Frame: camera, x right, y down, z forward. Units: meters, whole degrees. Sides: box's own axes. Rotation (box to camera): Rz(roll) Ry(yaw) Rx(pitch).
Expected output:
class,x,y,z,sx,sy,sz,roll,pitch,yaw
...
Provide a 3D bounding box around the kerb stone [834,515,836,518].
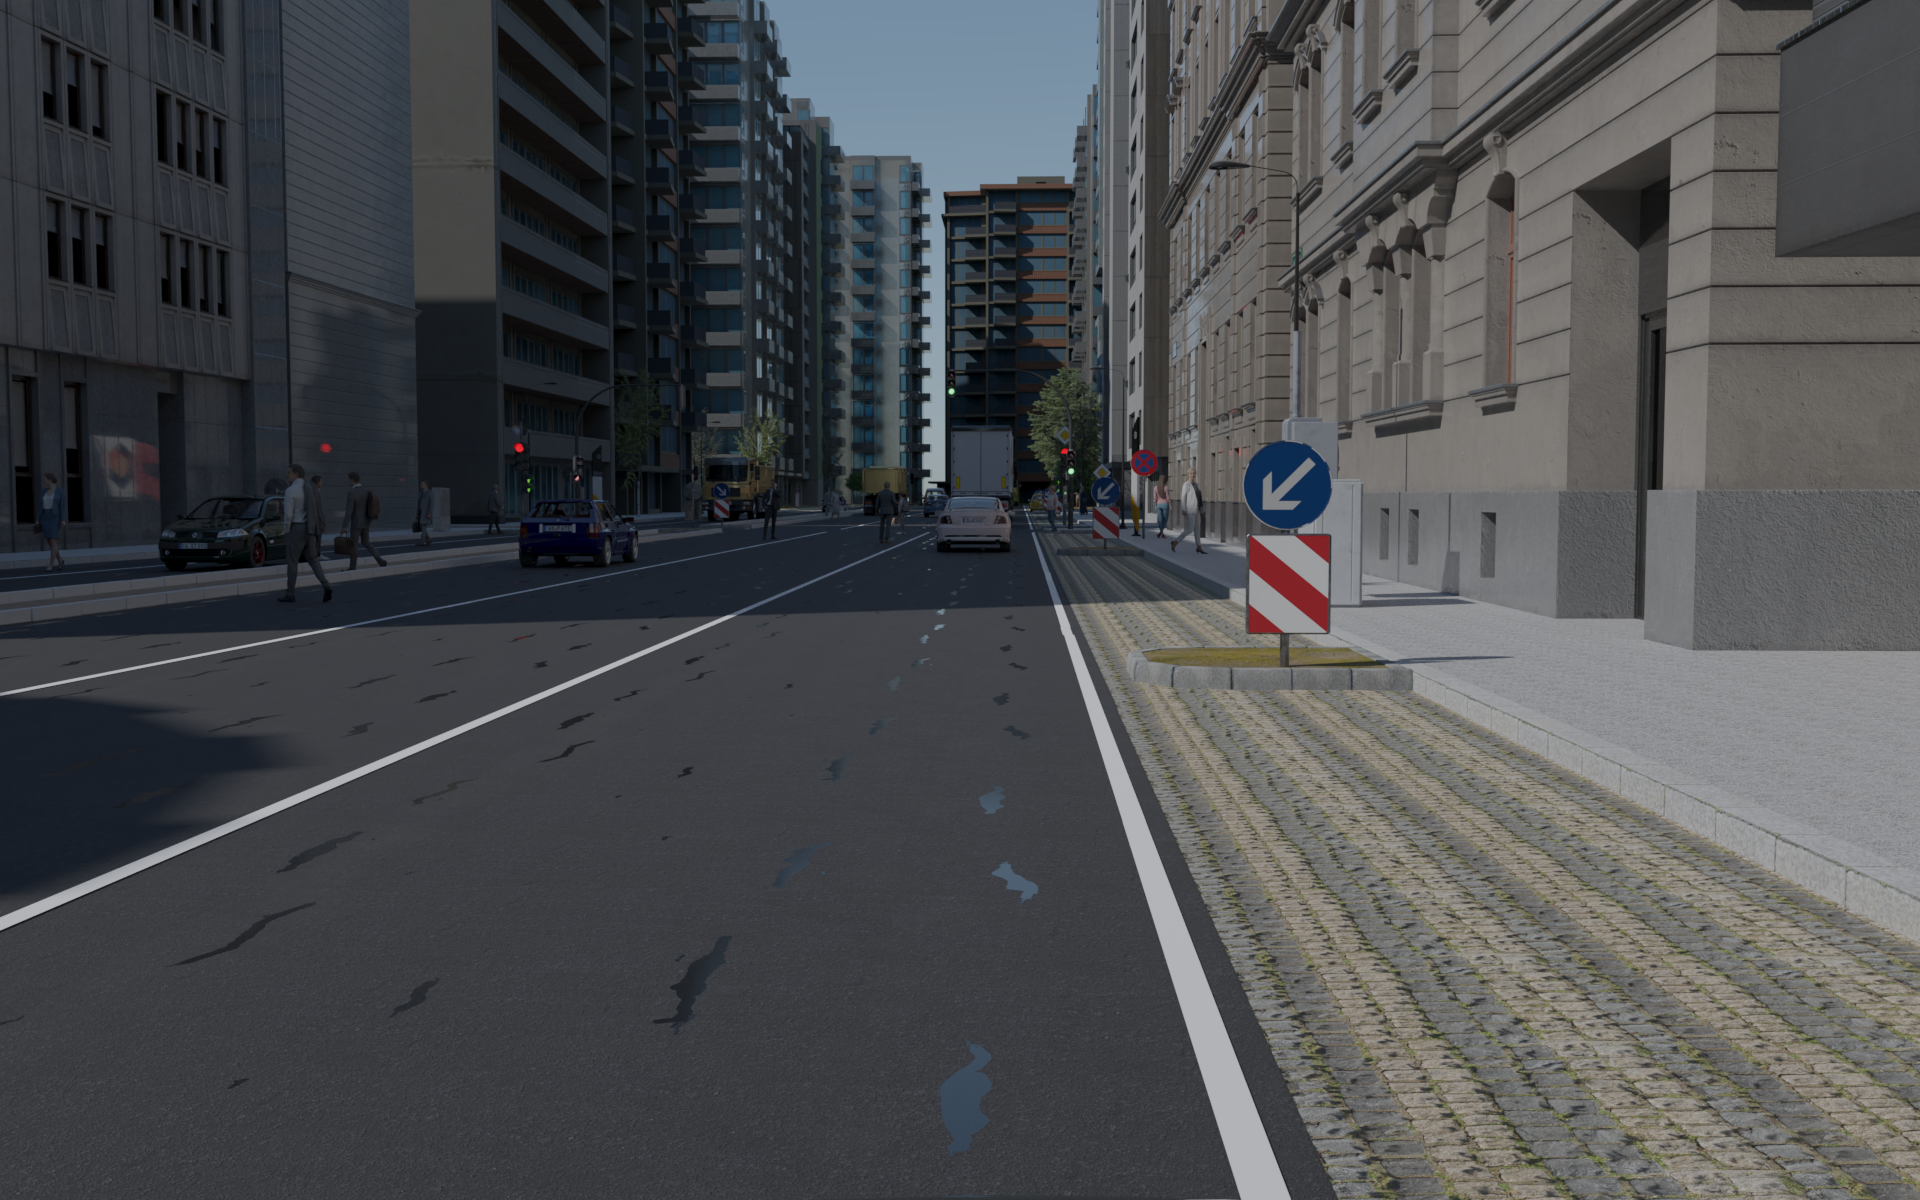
class,x,y,z,sx,sy,sz,roll,pitch,yaw
kerb stone,-7.604,-4.910,102.468,0.120,0.150,1.000,0,4,2

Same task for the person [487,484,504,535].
class,x,y,z,sx,sy,sz,roll,pitch,yaw
person,-16.467,-3.219,61.526,0.661,1.777,0.834,3,4,37

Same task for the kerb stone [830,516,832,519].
class,x,y,z,sx,sy,sz,roll,pitch,yaw
kerb stone,-7.683,-4.785,100.424,0.120,0.150,1.000,0,4,2

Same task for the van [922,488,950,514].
class,x,y,z,sx,sy,sz,roll,pitch,yaw
van,-1.704,-7.024,121.848,2.013,2.044,4.112,0,4,1

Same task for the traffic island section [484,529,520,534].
class,x,y,z,sx,sy,sz,roll,pitch,yaw
traffic island section,-16.177,-2.552,63.998,2.009,0.180,2.903,0,4,2

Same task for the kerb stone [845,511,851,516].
class,x,y,z,sx,sy,sz,roll,pitch,yaw
kerb stone,-7.292,-5.474,111.700,0.120,0.150,1.000,0,4,2

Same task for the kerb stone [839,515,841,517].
class,x,y,z,sx,sy,sz,roll,pitch,yaw
kerb stone,-7.503,-5.098,105.542,0.120,0.150,1.000,0,4,2

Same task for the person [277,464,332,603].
class,x,y,z,sx,sy,sz,roll,pitch,yaw
person,-8.675,-0.877,22.939,0.850,1.850,0.679,1,4,22

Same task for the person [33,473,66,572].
class,x,y,z,sx,sy,sz,roll,pitch,yaw
person,-16.837,-1.448,32.192,0.581,1.822,0.654,1,4,17

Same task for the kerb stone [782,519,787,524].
class,x,y,z,sx,sy,sz,roll,pitch,yaw
kerb stone,-8.348,-3.592,80.953,0.120,0.150,1.000,0,4,2

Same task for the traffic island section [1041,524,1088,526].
class,x,y,z,sx,sy,sz,roll,pitch,yaw
traffic island section,4.328,-2.997,71.278,2.009,0.180,2.903,0,4,2

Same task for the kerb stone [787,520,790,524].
class,x,y,z,sx,sy,sz,roll,pitch,yaw
kerb stone,-8.310,-3.656,81.974,0.120,0.150,1.000,0,4,2

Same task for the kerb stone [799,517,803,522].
class,x,y,z,sx,sy,sz,roll,pitch,yaw
kerb stone,-8.142,-3.970,87.107,0.120,0.150,1.000,0,4,2

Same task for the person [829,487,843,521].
class,x,y,z,sx,sy,sz,roll,pitch,yaw
person,-6.576,-5.065,91.664,0.694,1.780,0.624,-2,4,-32

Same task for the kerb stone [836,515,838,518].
class,x,y,z,sx,sy,sz,roll,pitch,yaw
kerb stone,-7.576,-4.966,103.490,0.120,0.150,1.000,0,4,2

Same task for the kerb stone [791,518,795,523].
class,x,y,z,sx,sy,sz,roll,pitch,yaw
kerb stone,-8.246,-3.782,84.025,0.120,0.150,1.000,0,4,2

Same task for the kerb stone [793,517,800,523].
class,x,y,z,sx,sy,sz,roll,pitch,yaw
kerb stone,-8.178,-3.907,86.075,0.120,0.150,1.000,0,4,2

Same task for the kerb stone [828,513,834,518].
class,x,y,z,sx,sy,sz,roll,pitch,yaw
kerb stone,-7.646,-4.847,101.447,0.120,0.150,1.000,0,4,2

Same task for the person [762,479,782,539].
class,x,y,z,sx,sy,sz,roll,pitch,yaw
person,-5.967,-2.882,54.980,0.648,1.900,0.474,-1,4,-15

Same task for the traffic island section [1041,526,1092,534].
class,x,y,z,sx,sy,sz,roll,pitch,yaw
traffic island section,4.052,-2.509,63.298,2.009,0.180,2.903,0,4,2

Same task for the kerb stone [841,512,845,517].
class,x,y,z,sx,sy,sz,roll,pitch,yaw
kerb stone,-7.429,-5.222,107.598,0.120,0.150,1.000,0,4,2

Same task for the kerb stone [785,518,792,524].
class,x,y,z,sx,sy,sz,roll,pitch,yaw
kerb stone,-8.282,-3.719,82.996,0.120,0.150,1.000,0,4,2

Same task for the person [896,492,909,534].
class,x,y,z,sx,sy,sz,roll,pitch,yaw
person,-2.084,-3.100,61.786,0.523,1.515,0.503,-1,4,-16

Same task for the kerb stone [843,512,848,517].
class,x,y,z,sx,sy,sz,roll,pitch,yaw
kerb stone,-7.364,-5.349,109.655,0.120,0.150,1.000,0,4,2

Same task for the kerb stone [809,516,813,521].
class,x,y,z,sx,sy,sz,roll,pitch,yaw
kerb stone,-7.995,-4.215,91.205,0.120,0.150,1.000,0,4,2

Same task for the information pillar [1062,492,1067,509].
class,x,y,z,sx,sy,sz,roll,pitch,yaw
information pillar,8.713,-8.570,144.614,0.304,2.012,0.304,-1,4,-13

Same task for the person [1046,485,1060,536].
class,x,y,z,sx,sy,sz,roll,pitch,yaw
person,3.179,-3.059,59.188,0.598,1.740,0.731,-3,5,-43

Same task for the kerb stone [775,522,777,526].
class,x,y,z,sx,sy,sz,roll,pitch,yaw
kerb stone,-8.463,-3.406,77.884,0.120,0.150,1.000,0,4,2

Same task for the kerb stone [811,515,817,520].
class,x,y,z,sx,sy,sz,roll,pitch,yaw
kerb stone,-7.929,-4.346,93.249,0.120,0.150,1.000,0,4,2

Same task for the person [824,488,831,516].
class,x,y,z,sx,sy,sz,roll,pitch,yaw
person,-8.102,-5.999,106.791,0.583,1.804,0.606,-3,5,-43

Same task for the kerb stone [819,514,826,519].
class,x,y,z,sx,sy,sz,roll,pitch,yaw
kerb stone,-7.782,-4.597,97.351,0.120,0.150,1.000,0,4,2

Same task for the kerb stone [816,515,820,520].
class,x,y,z,sx,sy,sz,roll,pitch,yaw
kerb stone,-7.888,-4.408,94.271,0.120,0.150,1.000,0,4,2

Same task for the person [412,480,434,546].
class,x,y,z,sx,sy,sz,roll,pitch,yaw
person,-14.833,-2.400,47.847,0.694,1.812,0.767,2,4,32

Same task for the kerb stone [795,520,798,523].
class,x,y,z,sx,sy,sz,roll,pitch,yaw
kerb stone,-8.214,-3.844,85.046,0.120,0.150,1.000,0,4,2

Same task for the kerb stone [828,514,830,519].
class,x,y,z,sx,sy,sz,roll,pitch,yaw
kerb stone,-7.715,-4.722,99.401,0.120,0.150,1.000,0,4,2

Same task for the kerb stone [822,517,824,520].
class,x,y,z,sx,sy,sz,roll,pitch,yaw
kerb stone,-7.814,-4.531,96.320,0.120,0.150,1.000,0,4,2

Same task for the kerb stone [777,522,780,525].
class,x,y,z,sx,sy,sz,roll,pitch,yaw
kerb stone,-8.428,-3.469,78.906,0.120,0.150,1.000,0,4,2

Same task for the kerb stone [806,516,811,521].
class,x,y,z,sx,sy,sz,roll,pitch,yaw
kerb stone,-8.035,-4.158,90.182,0.120,0.150,1.000,0,4,2

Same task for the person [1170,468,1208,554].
class,x,y,z,sx,sy,sz,roll,pitch,yaw
person,4.916,-1.908,37.124,0.818,1.842,0.514,1,4,22

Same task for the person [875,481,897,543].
class,x,y,z,sx,sy,sz,roll,pitch,yaw
person,-2.143,-2.582,50.897,0.661,1.801,0.590,1,4,14

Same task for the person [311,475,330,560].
class,x,y,z,sx,sy,sz,roll,pitch,yaw
person,-14.097,-1.790,37.608,0.795,1.843,0.661,-1,4,-9

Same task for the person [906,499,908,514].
class,x,y,z,sx,sy,sz,roll,pitch,yaw
person,-3.984,-7.205,126.563,0.793,1.790,0.793,-3,4,-39

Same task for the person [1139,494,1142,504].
class,x,y,z,sx,sy,sz,roll,pitch,yaw
person,12.076,-6.387,114.734,0.475,1.303,0.640,0,4,6

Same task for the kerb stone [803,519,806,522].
class,x,y,z,sx,sy,sz,roll,pitch,yaw
kerb stone,-8.104,-4.033,88.135,0.120,0.150,1.000,0,4,2

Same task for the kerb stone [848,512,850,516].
class,x,y,z,sx,sy,sz,roll,pitch,yaw
kerb stone,-7.321,-5.412,110.676,0.120,0.150,1.000,0,4,2

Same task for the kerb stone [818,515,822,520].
class,x,y,z,sx,sy,sz,roll,pitch,yaw
kerb stone,-7.851,-4.471,95.292,0.120,0.150,1.000,0,4,2

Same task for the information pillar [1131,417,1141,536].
class,x,y,z,sx,sy,sz,roll,pitch,yaw
information pillar,5.340,-3.749,52.650,0.183,3.616,0.504,-1,4,-15

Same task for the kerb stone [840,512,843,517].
class,x,y,z,sx,sy,sz,roll,pitch,yaw
kerb stone,-7.466,-5.157,106.564,0.120,0.150,1.000,0,4,2

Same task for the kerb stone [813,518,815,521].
class,x,y,z,sx,sy,sz,roll,pitch,yaw
kerb stone,-7.966,-4.283,92.227,0.120,0.150,1.000,0,4,2

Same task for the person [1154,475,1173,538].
class,x,y,z,sx,sy,sz,roll,pitch,yaw
person,5.903,-2.703,50.246,0.555,1.821,0.388,1,4,18

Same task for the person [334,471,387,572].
class,x,y,z,sx,sy,sz,roll,pitch,yaw
person,-10.632,-1.361,30.714,0.822,1.834,0.622,1,4,14

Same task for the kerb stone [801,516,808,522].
class,x,y,z,sx,sy,sz,roll,pitch,yaw
kerb stone,-8.075,-4.096,89.158,0.120,0.150,1.000,0,4,2

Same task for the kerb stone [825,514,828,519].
class,x,y,z,sx,sy,sz,roll,pitch,yaw
kerb stone,-7.755,-4.660,98.378,0.120,0.150,1.000,0,4,2

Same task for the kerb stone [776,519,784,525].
class,x,y,z,sx,sy,sz,roll,pitch,yaw
kerb stone,-8.387,-3.531,79.927,0.120,0.150,1.000,0,4,2

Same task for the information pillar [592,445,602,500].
class,x,y,z,sx,sy,sz,roll,pitch,yaw
information pillar,-17.270,-5.574,82.488,0.504,3.616,0.183,-3,4,-36
